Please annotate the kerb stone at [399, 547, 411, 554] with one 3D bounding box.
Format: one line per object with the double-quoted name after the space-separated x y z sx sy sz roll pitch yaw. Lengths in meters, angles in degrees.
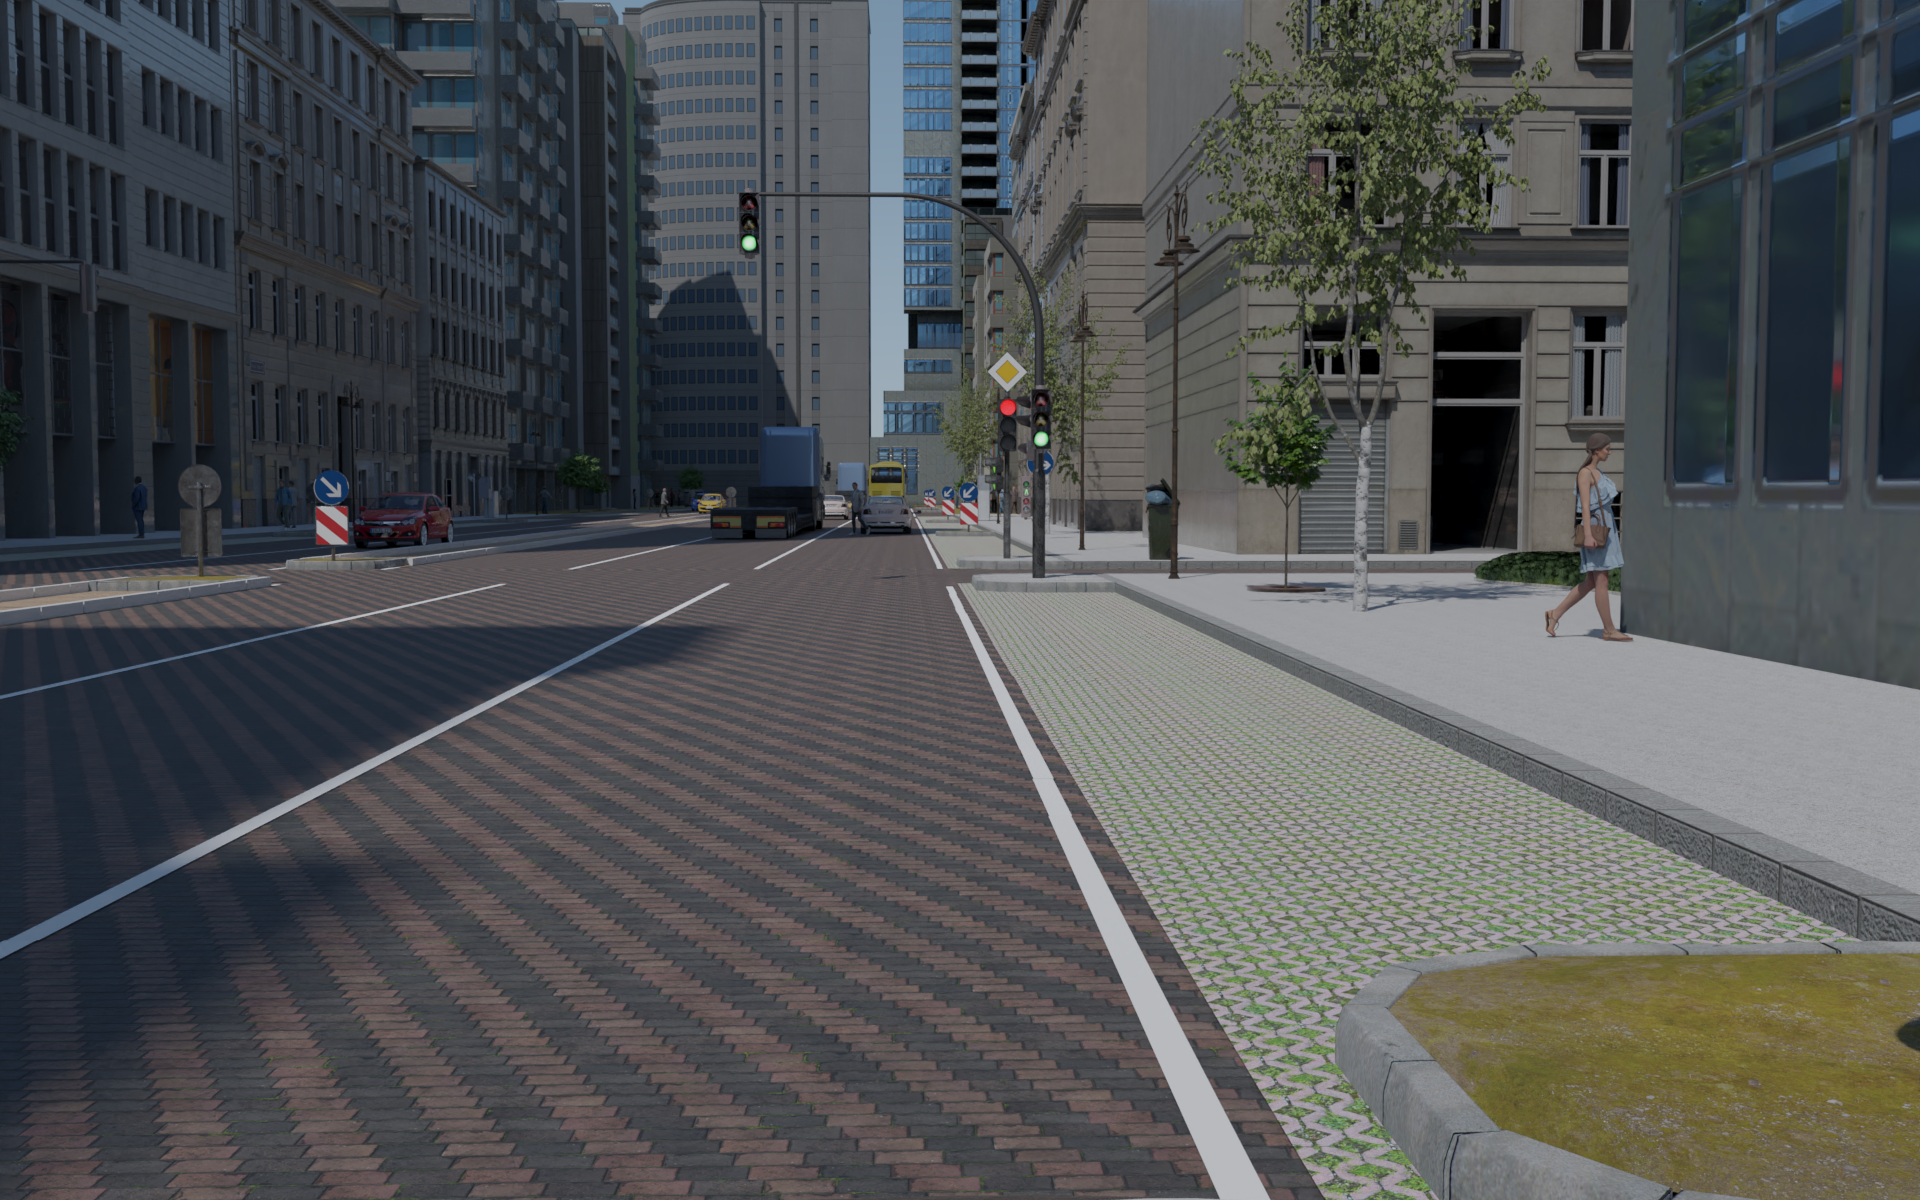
-13.318 -1.163 41.210 0.120 0.150 1.000 0 4 -2 "kerb stone"

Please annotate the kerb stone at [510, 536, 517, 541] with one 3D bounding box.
-13.681 -1.847 52.508 0.120 0.150 1.000 0 4 -2 "kerb stone"

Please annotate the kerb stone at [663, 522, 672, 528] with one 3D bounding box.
-12.208 -3.047 72.013 0.120 0.150 1.000 0 4 -2 "kerb stone"

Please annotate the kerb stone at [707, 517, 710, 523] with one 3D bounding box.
-12.671 -3.923 86.334 0.120 0.150 1.000 0 4 -2 "kerb stone"

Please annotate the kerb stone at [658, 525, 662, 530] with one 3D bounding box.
-12.106 -2.859 68.939 0.120 0.150 1.000 0 4 -2 "kerb stone"

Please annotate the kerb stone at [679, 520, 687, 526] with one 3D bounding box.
-12.377 -3.355 77.122 0.120 0.150 1.000 0 4 -2 "kerb stone"

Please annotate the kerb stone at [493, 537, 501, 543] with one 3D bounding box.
-13.609 -1.728 50.441 0.120 0.150 1.000 0 4 -2 "kerb stone"

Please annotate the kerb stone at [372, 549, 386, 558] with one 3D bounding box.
-13.243 -1.037 39.156 0.120 0.150 1.000 0 4 -2 "kerb stone"

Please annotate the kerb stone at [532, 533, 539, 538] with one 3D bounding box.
-13.773 -2.042 55.586 0.120 0.150 1.000 0 4 -2 "kerb stone"

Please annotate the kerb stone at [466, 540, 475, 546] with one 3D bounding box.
-13.505 -1.539 47.356 0.120 0.150 1.000 0 4 -2 "kerb stone"

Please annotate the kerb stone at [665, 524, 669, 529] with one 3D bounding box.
-12.173 -2.984 70.988 0.120 0.150 1.000 0 4 -2 "kerb stone"

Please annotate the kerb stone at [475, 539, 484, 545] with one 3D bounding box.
-13.543 -1.602 48.385 0.120 0.150 1.000 0 4 -2 "kerb stone"

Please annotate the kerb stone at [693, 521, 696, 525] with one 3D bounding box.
-12.471 -3.547 80.193 0.120 0.150 1.000 0 4 -2 "kerb stone"

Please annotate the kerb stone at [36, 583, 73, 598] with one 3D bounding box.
-12.757 -0.123 24.241 0.120 0.150 1.000 0 4 -2 "kerb stone"

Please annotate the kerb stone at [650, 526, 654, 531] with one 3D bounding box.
-12.038 -2.733 66.893 0.120 0.150 1.000 0 4 -2 "kerb stone"

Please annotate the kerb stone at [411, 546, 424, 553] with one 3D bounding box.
-13.339 -1.226 42.232 0.120 0.150 1.000 0 4 -2 "kerb stone"

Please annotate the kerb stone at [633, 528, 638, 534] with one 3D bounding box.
-11.909 -2.483 62.797 0.120 0.150 1.000 0 4 -2 "kerb stone"

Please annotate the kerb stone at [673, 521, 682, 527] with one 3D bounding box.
-12.305 -3.231 75.078 0.120 0.150 1.000 0 4 -2 "kerb stone"

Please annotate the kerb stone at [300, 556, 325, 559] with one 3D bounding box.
-13.115 -0.785 35.031 0.120 0.150 1.000 0 4 -2 "kerb stone"

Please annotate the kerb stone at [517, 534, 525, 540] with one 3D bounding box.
-13.710 -1.905 53.541 0.120 0.150 1.000 0 4 -2 "kerb stone"

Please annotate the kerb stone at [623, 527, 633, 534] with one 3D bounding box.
-11.876 -2.415 61.768 0.120 0.150 1.000 0 4 -2 "kerb stone"

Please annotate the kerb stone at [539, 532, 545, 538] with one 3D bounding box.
-13.805 -2.104 56.607 0.120 0.150 1.000 0 4 -2 "kerb stone"

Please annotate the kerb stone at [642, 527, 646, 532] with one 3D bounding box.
-11.978 -2.609 64.848 0.120 0.150 1.000 0 4 -2 "kerb stone"

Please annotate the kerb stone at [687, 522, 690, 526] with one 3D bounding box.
-12.404 -3.422 78.145 0.120 0.150 1.000 0 4 -2 "kerb stone"

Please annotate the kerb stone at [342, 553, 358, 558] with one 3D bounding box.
-13.174 -0.911 37.089 0.120 0.150 1.000 0 4 -2 "kerb stone"

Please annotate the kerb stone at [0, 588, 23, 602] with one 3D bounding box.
-12.727 -0.062 23.206 0.120 0.150 1.000 0 4 -2 "kerb stone"

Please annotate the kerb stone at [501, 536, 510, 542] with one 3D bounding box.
-13.638 -1.790 51.473 0.120 0.150 1.000 0 4 -2 "kerb stone"

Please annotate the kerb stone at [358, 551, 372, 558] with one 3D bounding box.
-13.212 -0.968 38.125 0.120 0.150 1.000 0 4 -2 "kerb stone"

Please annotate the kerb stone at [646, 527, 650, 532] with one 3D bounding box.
-12.007 -2.669 65.870 0.120 0.150 1.000 0 4 -2 "kerb stone"

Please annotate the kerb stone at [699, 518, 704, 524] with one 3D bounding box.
-12.570 -3.735 83.260 0.120 0.150 1.000 0 4 -2 "kerb stone"

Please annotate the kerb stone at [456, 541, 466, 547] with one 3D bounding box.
-13.480 -1.475 46.319 0.120 0.150 1.000 0 4 -2 "kerb stone"

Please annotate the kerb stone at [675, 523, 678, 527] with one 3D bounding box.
-12.274 -3.166 74.057 0.120 0.150 1.000 0 4 -2 "kerb stone"

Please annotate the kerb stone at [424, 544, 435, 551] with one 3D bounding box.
-13.371 -1.282 43.254 0.120 0.150 1.000 0 4 -2 "kerb stone"

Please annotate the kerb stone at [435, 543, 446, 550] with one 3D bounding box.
-13.411 -1.350 44.276 0.120 0.150 1.000 0 4 -2 "kerb stone"

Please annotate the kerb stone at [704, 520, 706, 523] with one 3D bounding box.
-12.600 -3.798 84.288 0.120 0.150 1.000 0 4 -2 "kerb stone"

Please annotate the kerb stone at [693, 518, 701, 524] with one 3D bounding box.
-12.538 -3.672 82.239 0.120 0.150 1.000 0 4 -2 "kerb stone"

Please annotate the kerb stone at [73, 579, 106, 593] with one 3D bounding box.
-12.795 -0.188 25.266 0.120 0.150 1.000 0 4 -2 "kerb stone"

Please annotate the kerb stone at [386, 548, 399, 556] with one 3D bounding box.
-13.276 -1.100 40.177 0.120 0.150 1.000 0 4 -2 "kerb stone"

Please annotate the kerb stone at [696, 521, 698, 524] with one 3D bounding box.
-12.504 -3.610 81.217 0.120 0.150 1.000 0 4 -2 "kerb stone"

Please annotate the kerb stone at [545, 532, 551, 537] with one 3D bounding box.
-13.847 -2.165 57.629 0.120 0.150 1.000 0 4 -2 "kerb stone"

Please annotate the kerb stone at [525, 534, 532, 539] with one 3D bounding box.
-13.746 -1.980 54.564 0.120 0.150 1.000 0 4 -2 "kerb stone"

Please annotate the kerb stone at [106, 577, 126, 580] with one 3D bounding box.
-12.829 -0.250 26.288 0.120 0.150 1.000 0 4 -2 "kerb stone"

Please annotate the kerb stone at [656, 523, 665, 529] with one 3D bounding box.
-12.141 -2.917 69.966 0.120 0.150 1.000 0 4 -2 "kerb stone"

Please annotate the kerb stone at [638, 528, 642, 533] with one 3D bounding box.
-11.942 -2.539 63.823 0.120 0.150 1.000 0 4 -2 "kerb stone"

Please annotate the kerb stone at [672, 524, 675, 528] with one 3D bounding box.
-12.240 -3.109 73.034 0.120 0.150 1.000 0 4 -2 "kerb stone"

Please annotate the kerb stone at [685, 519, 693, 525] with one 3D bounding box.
-12.444 -3.485 79.171 0.120 0.150 1.000 0 4 -2 "kerb stone"

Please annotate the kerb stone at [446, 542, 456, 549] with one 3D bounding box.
-13.441 -1.413 45.297 0.120 0.150 1.000 0 4 -2 "kerb stone"

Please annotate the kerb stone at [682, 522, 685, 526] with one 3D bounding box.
-12.338 -3.297 76.100 0.120 0.150 1.000 0 4 -2 "kerb stone"

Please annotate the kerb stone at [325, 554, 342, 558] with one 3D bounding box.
-13.140 -0.846 36.059 0.120 0.150 1.000 0 4 -2 "kerb stone"

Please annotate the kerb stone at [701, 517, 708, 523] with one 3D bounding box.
-12.633 -3.860 85.310 0.120 0.150 1.000 0 4 -2 "kerb stone"

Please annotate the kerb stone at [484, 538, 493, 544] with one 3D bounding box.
-13.578 -1.665 49.414 0.120 0.150 1.000 0 4 -2 "kerb stone"

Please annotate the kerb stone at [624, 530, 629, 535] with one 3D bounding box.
-11.836 -2.355 60.747 0.120 0.150 1.000 0 4 -2 "kerb stone"

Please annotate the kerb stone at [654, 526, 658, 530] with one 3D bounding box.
-12.070 -2.796 67.915 0.120 0.150 1.000 0 4 -2 "kerb stone"
